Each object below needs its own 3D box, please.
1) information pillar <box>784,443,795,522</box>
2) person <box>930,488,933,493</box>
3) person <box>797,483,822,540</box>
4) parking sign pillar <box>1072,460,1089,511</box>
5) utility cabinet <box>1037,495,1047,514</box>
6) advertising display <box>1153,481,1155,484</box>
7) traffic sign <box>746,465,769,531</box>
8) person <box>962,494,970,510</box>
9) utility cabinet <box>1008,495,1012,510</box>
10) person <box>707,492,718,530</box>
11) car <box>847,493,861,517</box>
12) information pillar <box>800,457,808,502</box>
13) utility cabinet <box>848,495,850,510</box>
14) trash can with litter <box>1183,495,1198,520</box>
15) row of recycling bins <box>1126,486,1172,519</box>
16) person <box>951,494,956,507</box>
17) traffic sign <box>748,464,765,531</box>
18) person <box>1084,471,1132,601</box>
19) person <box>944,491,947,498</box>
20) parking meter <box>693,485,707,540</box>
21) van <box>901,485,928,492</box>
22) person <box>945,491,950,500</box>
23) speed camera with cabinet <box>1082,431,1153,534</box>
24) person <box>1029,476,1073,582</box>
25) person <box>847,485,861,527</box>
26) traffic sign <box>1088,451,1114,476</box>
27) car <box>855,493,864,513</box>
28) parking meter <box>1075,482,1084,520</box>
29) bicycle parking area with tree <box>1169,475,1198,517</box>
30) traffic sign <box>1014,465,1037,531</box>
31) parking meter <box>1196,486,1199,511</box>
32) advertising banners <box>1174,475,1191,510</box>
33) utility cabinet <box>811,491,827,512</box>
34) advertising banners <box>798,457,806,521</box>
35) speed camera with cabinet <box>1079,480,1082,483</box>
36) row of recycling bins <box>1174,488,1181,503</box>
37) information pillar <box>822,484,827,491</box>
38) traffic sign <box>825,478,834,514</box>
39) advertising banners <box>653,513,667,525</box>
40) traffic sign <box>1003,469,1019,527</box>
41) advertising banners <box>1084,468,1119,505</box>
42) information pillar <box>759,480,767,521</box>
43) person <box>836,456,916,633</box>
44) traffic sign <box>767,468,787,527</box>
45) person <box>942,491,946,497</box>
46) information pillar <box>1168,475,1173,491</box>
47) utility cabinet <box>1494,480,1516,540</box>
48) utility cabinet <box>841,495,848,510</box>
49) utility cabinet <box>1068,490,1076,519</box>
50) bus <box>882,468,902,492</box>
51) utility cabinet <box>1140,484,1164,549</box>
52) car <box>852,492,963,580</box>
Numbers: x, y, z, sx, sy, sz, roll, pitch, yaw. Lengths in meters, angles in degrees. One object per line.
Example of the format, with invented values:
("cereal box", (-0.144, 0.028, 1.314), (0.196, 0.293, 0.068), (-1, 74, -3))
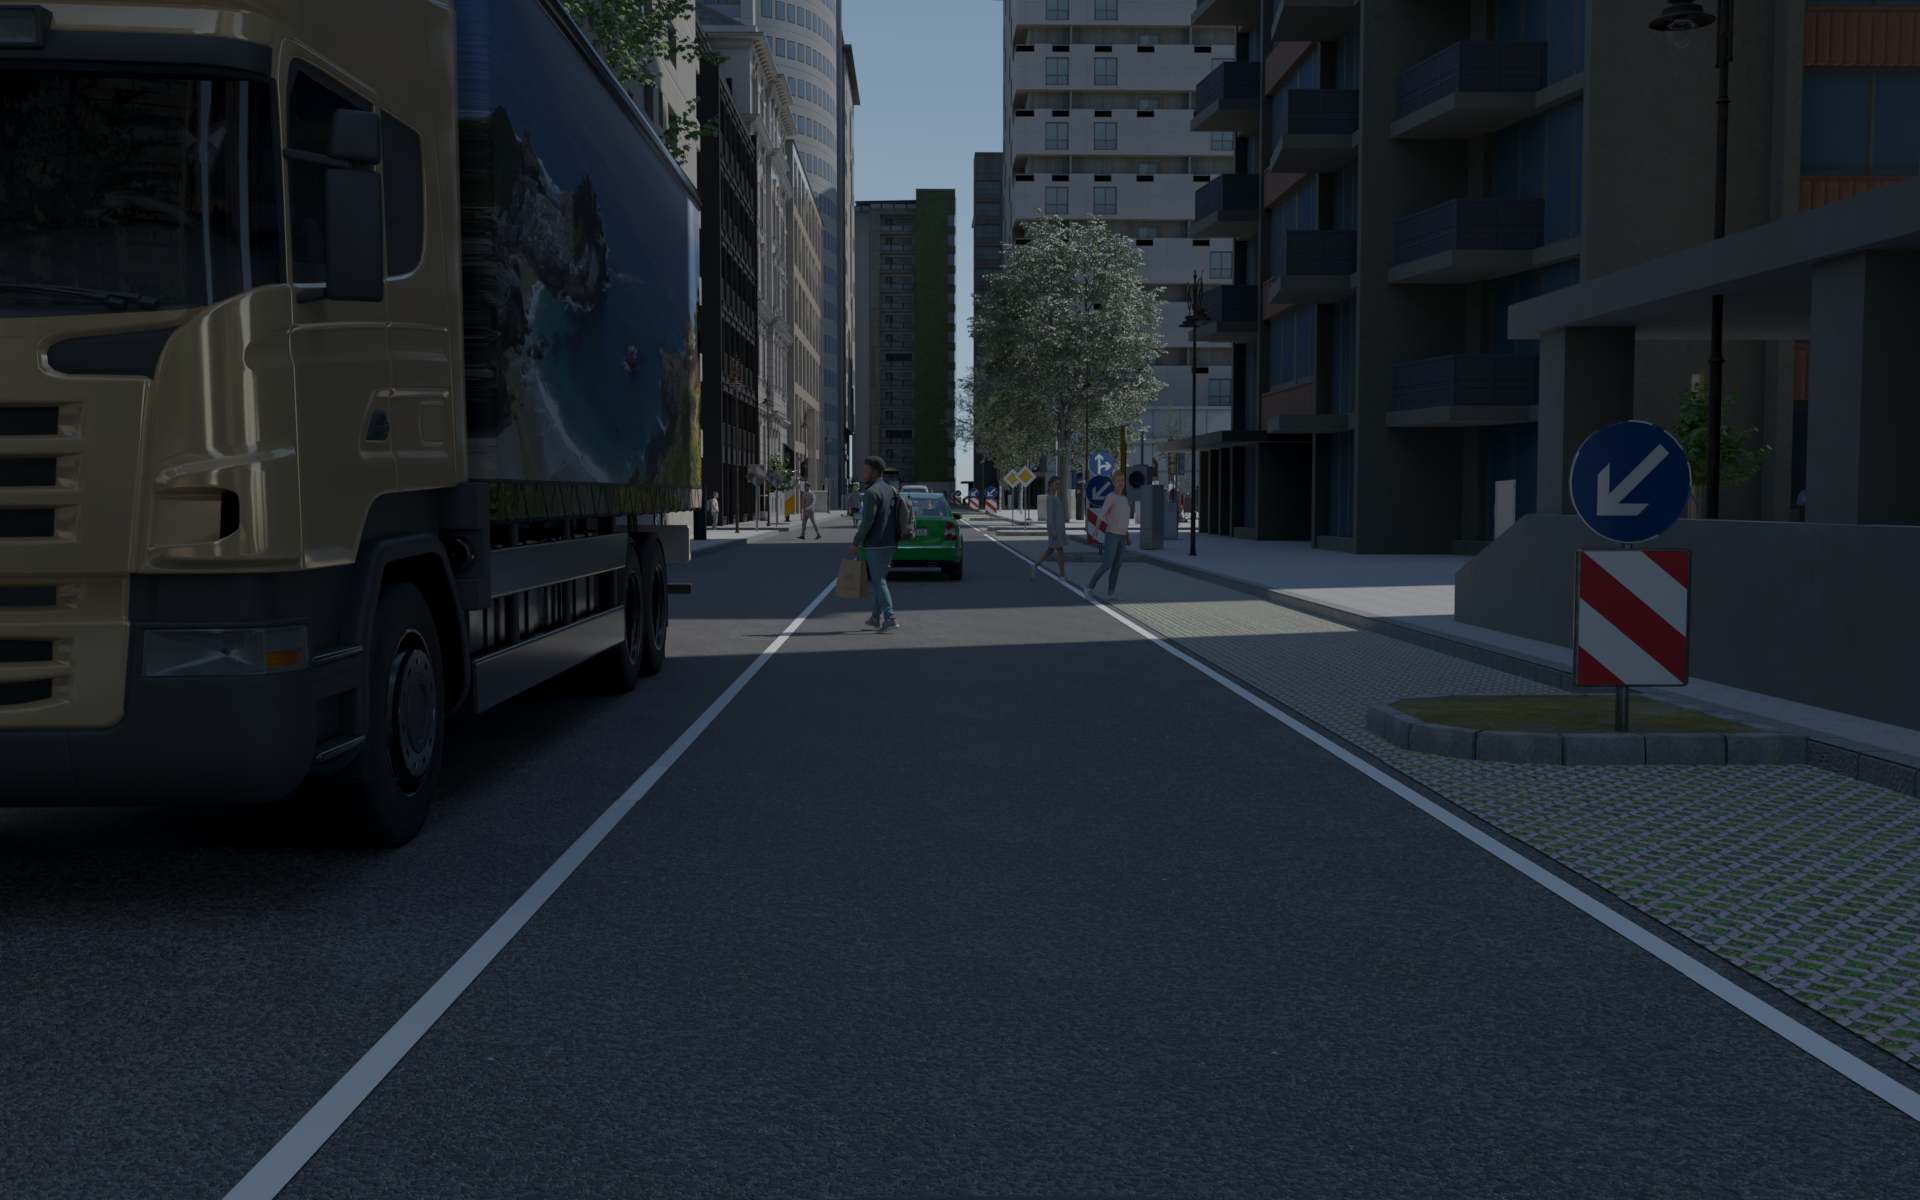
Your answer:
("information pillar", (-7.868, -5.405, 79.723), (0.504, 3.616, 0.183), (-1, 4, -9))
("person", (-1.957, -6.648, 117.224), (0.581, 1.822, 0.654), (0, 4, 7))
("person", (-4.739, -2.798, 54.526), (0.850, 1.792, 0.678), (-3, 4, -38))
("parking sign pillar", (9.080, -8.704, 130.786), (1.447, 3.967, 1.447), (0, 4, 0))
("utility cabinet", (5.334, -6.021, 109.609), (0.306, 1.237, 1.020), (-3, 5, -41))
("advertising display", (9.275, -4.866, 84.771), (0.123, 1.923, 0.974), (2, 4, 32))
("traffic sign", (-6.986, -3.430, 59.717), (0.795, 2.450, 0.064), (0, 4, -1))
("person", (0.589, -8.761, 154.929), (0.799, 1.438, 0.628), (0, 4, 1))
("utility cabinet", (4.051, -7.962, 141.343), (0.306, 1.237, 1.020), (0, 4, 0))
("person", (-8.811, -3.127, 62.221), (0.523, 1.515, 0.503), (-3, 4, -38))
("car", (-6.153, -6.266, 111.481), (2.155, 1.783, 4.494), (0, 4, -1))
("information pillar", (-9.945, -7.295, 110.627), (0.504, 3.616, 0.183), (-1, 4, -20))
("utility cabinet", (-9.103, -7.995, 141.884), (0.306, 1.237, 1.020), (1, 4, 15))
("trash can with litter", (11.827, -4.610, 86.439), (2.233, 1.210, 1.678), (1, 4, 21))
("row of recycling bins", (9.007, -5.016, 89.121), (3.534, 1.692, 1.069), (-1, 4, -12))
("person", (-0.572, -10.879, 189.589), (0.991, 1.433, 0.599), (1, 4, 21))
("traffic sign", (-7.037, -3.531, 59.865), (0.606, 2.300, 0.079), (0, 4, 7))
("person", (1.923, -0.850, 23.065), (0.598, 1.740, 0.731), (2, 4, 25))
("person", (-1.944, -12.268, 209.086), (0.705, 1.823, 1.348), (2, 4, 33))
("parking meter", (-7.261, -2.442, 48.337), (0.372, 1.533, 0.369), (0, 3, 0))
("van", (-2.260, -4.828, 85.956), (2.013, 2.044, 4.112), (0, 4, -1))
("person", (-1.778, -12.698, 216.092), (1.348, 1.826, 0.705), (1, 4, 19))
("speed camera with cabinet", (5.006, -3.677, 54.462), (2.038, 3.252, 0.660), (2, 4, 26))
("person", (1.503, -1.164, 28.274), (0.760, 1.731, 0.466), (-2, 4, -26))
("person", (-4.593, -4.037, 74.694), (0.709, 1.800, 0.728), (-1, 4, -8))
("traffic sign", (4.162, -3.117, 51.077), (0.768, 2.556, 0.104), (0, 4, 3))
("car", (-5.239, -5.545, 100.254), (1.945, 1.707, 3.694), (0, 4, -3))
("parking meter", (5.857, -4.829, 84.666), (0.399, 1.863, 0.255), (3, 4, 38))
("bicycle parking area with tree", (14.246, -6.647, 95.680), (8.231, 4.147, 9.016), (0, 4, 2))
("traffic sign", (2.257, -3.442, 59.914), (0.795, 2.450, 0.064), (0, 4, -1))
("parking meter", (16.795, -7.082, 121.502), (0.399, 1.863, 0.255), (-1, 4, -10))
("advertising banners", (17.819, -8.745, 139.164), (2.074, 3.025, 0.090), (-3, 4, -38))
("utility cabinet", (-9.640, -6.744, 118.941), (1.173, 1.500, 0.318), (0, 4, 2))
("advertising banners", (-7.631, -5.354, 83.729), (0.090, 3.025, 2.074), (0, 4, 5))
("speed camera with cabinet", (7.756, -7.467, 116.422), (2.038, 3.252, 0.660), (-1, 4, -21))
("row of recycling bins", (13.069, -6.655, 115.929), (3.534, 1.692, 1.069), (2, 4, 23))
("information pillar", (-10.070, -7.613, 128.968), (0.304, 2.012, 0.304), (2, 4, 31))
("traffic sign", (-8.220, -6.553, 109.276), (0.606, 2.300, 0.079), (0, 4, 3))
("advertising banners", (-6.895, -2.692, 40.208), (0.090, 3.025, 2.074), (0, 4, 3))
("traffic sign", (2.068, -3.930, 67.897), (0.795, 2.450, 0.064), (0, 4, -1))
("advertising banners", (8.074, -6.277, 98.811), (2.074, 3.025, 0.090), (1, 4, 8))
("information pillar", (-9.371, -4.779, 82.631), (0.304, 2.012, 0.304), (2, 4, 27))
("person", (-0.885, -0.577, 17.920), (0.794, 1.824, 0.713), (-3, 5, -44))
("traffic sign", (-7.174, -3.918, 67.700), (0.795, 2.450, 0.064), (0, 4, -1))
("person", (-1.621, -9.425, 163.046), (0.568, 1.767, 0.683), (-1, 4, -19))
("information pillar", (17.294, -9.238, 142.391), (0.183, 3.616, 0.504), (3, 5, 41))
("utility cabinet", (8.488, -1.122, 27.028), (0.318, 1.500, 1.173), (1, 4, 18))
("utility cabinet", (-9.488, -7.919, 140.642), (0.306, 1.237, 1.020), (0, 4, -1))
("utility cabinet", (5.890, -4.912, 88.998), (0.318, 1.500, 1.173), (2, 4, 32))
("bus", (-7.005, -10.659, 165.823), (2.896, 3.916, 12.252), (0, 4, -2))
("utility cabinet", (4.454, -1.931, 40.254), (0.318, 1.500, 1.173), (1, 4, 20))
("car", (-0.909, -1.311, 30.230), (1.959, 1.807, 4.718), (0, 4, -3))
